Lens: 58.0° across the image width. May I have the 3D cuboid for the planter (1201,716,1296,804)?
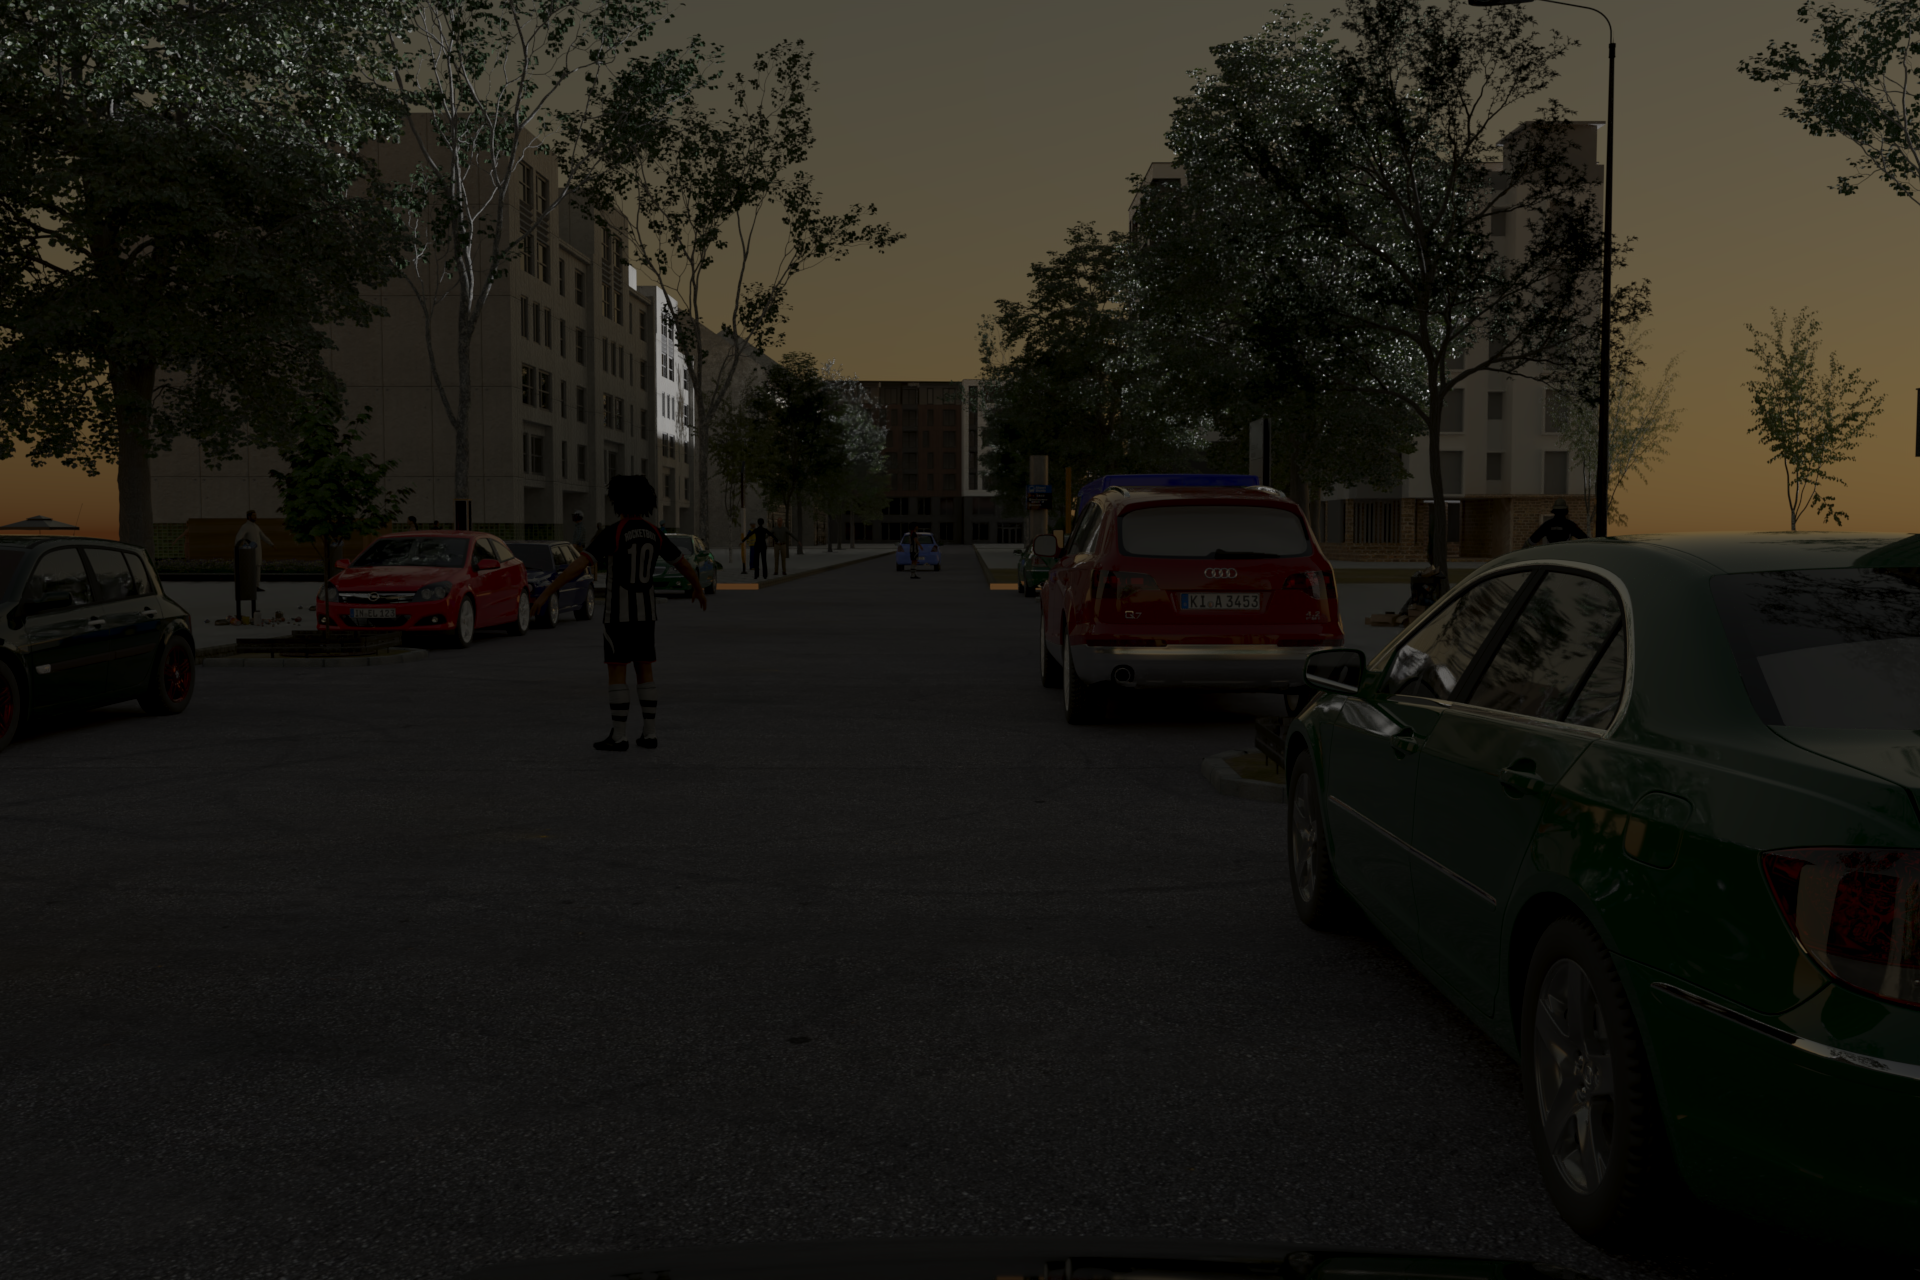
[{"bbox_3d":[2.434,0.681,9.999,1.991,0.319,1.994,0,4,1],"label":"planter"}]

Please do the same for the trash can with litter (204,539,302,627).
[{"bbox_3d":[-10.042,-0.853,25.009,1.678,1.210,2.233,0,4,1],"label":"trash can with litter"}]

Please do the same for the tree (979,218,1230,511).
[{"bbox_3d":[5.946,-9.897,68.465,9.857,13.997,8.962,0,3,0],"label":"tree"}]

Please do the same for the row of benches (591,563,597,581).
[{"bbox_3d":[-11.436,-1.858,45.841,1.422,0.672,4.104,3,5,39],"label":"row of benches"}]

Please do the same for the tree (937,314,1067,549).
[{"bbox_3d":[4.408,-18.016,150.446,12.611,20.169,13.585,0,3,0],"label":"tree"}]

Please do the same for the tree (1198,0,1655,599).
[{"bbox_3d":[7.711,-5.755,28.506,7.601,10.594,8.767,2,4,25],"label":"tree"}]

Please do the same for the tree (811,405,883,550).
[{"bbox_3d":[-9.836,-13.141,140.604,9.928,11.665,9.643,0,3,0],"label":"tree"}]

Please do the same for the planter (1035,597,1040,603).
[{"bbox_3d":[2.592,-0.947,36.617,1.991,0.319,1.994,0,4,1],"label":"planter"}]

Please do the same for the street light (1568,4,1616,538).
[{"bbox_3d":[6.111,-2.593,14.934,1.470,5.913,1.316,0,4,0],"label":"street light"}]

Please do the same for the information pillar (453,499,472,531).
[{"bbox_3d":[-10.437,-1.952,36.411,0.304,2.012,0.304,0,4,1],"label":"information pillar"}]

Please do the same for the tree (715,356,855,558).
[{"bbox_3d":[-9.366,-9.614,91.594,8.767,10.594,7.601,1,4,21],"label":"tree"}]

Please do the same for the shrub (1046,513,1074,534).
[{"bbox_3d":[3.527,-3.172,56.283,1.690,2.028,1.600,0,3,0],"label":"shrub"}]

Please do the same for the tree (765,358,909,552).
[{"bbox_3d":[-9.175,-12.878,120.924,12.009,13.543,11.850,0,3,0],"label":"tree"}]

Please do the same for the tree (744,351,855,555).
[{"bbox_3d":[-10.443,-11.620,108.115,7.486,12.596,7.792,0,3,0],"label":"tree"}]

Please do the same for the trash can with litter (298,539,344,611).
[{"bbox_3d":[-10.462,-1.137,29.646,1.678,1.210,2.233,0,4,1],"label":"trash can with litter"}]

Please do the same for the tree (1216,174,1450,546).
[{"bbox_3d":[11.266,-8.247,52.958,7.486,12.596,7.792,0,3,0],"label":"tree"}]

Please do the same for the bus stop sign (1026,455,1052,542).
[{"bbox_3d":[2.652,-4.233,58.227,0.837,3.901,0.837,0,4,-1],"label":"bus stop sign"}]

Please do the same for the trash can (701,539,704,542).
[{"bbox_3d":[-7.850,-2.391,50.749,0.748,1.137,0.748,0,3,0],"label":"trash can"}]

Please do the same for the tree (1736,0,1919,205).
[{"bbox_3d":[25.875,-11.598,45.520,12.611,20.169,13.585,0,3,0],"label":"tree"}]

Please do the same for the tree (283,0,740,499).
[{"bbox_3d":[-12.171,-11.590,45.383,12.611,20.169,13.585,0,3,0],"label":"tree"}]

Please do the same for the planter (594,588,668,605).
[{"bbox_3d":[-7.137,-0.905,35.942,1.991,0.319,1.994,0,4,1],"label":"planter"}]

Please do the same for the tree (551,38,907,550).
[{"bbox_3d":[-8.484,-12.822,65.524,12.611,20.169,13.585,0,3,0],"label":"tree"}]

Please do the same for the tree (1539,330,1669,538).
[{"bbox_3d":[22.775,-6.891,63.032,4.360,8.622,3.978,0,3,0],"label":"tree"}]

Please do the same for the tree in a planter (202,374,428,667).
[{"bbox_3d":[-7.171,-1.365,19.538,1.991,3.239,1.994,0,4,0],"label":"tree in a planter"}]

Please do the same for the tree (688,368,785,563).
[{"bbox_3d":[-9.987,-7.743,76.965,4.737,8.622,4.395,0,3,0],"label":"tree"}]

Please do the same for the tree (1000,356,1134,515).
[{"bbox_3d":[6.021,-10.464,96.848,9.928,11.665,9.643,0,3,0],"label":"tree"}]

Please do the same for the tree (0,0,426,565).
[{"bbox_3d":[-13.201,-7.367,27.104,9.857,13.997,8.962,0,3,0],"label":"tree"}]

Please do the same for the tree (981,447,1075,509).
[{"bbox_3d":[6.134,-12.225,134.286,8.767,10.594,7.601,-1,4,-16],"label":"tree"}]

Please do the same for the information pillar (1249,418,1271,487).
[{"bbox_3d":[6.200,-2.725,35.876,0.184,3.620,1.656,0,4,0],"label":"information pillar"}]

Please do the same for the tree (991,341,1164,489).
[{"bbox_3d":[5.598,-8.859,79.256,8.767,10.594,7.601,0,4,-2],"label":"tree"}]

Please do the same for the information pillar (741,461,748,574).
[{"bbox_3d":[-6.926,-3.916,55.381,0.183,3.616,0.504,0,4,1],"label":"information pillar"}]

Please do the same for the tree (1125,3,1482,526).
[{"bbox_3d":[8.454,-8.305,42.435,9.857,13.997,8.962,0,3,0],"label":"tree"}]

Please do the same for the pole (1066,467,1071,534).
[{"bbox_3d":[3.319,-3.623,53.081,0.158,3.312,0.155,0,3,0],"label":"pole"}]

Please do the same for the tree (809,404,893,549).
[{"bbox_3d":[-9.848,-14.266,151.380,7.486,12.596,7.792,0,3,0],"label":"tree"}]

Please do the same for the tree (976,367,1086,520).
[{"bbox_3d":[5.325,-13.226,122.900,9.857,13.997,8.962,0,3,0],"label":"tree"}]

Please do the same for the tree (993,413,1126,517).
[{"bbox_3d":[6.147,-10.573,107.281,8.767,10.594,7.601,0,4,4],"label":"tree"}]

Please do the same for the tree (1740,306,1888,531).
[{"bbox_3d":[27.002,-6.437,55.604,4.737,8.622,4.395,0,3,0],"label":"tree"}]

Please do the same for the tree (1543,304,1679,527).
[{"bbox_3d":[20.626,-6.471,56.158,4.360,8.622,3.978,0,3,0],"label":"tree"}]
